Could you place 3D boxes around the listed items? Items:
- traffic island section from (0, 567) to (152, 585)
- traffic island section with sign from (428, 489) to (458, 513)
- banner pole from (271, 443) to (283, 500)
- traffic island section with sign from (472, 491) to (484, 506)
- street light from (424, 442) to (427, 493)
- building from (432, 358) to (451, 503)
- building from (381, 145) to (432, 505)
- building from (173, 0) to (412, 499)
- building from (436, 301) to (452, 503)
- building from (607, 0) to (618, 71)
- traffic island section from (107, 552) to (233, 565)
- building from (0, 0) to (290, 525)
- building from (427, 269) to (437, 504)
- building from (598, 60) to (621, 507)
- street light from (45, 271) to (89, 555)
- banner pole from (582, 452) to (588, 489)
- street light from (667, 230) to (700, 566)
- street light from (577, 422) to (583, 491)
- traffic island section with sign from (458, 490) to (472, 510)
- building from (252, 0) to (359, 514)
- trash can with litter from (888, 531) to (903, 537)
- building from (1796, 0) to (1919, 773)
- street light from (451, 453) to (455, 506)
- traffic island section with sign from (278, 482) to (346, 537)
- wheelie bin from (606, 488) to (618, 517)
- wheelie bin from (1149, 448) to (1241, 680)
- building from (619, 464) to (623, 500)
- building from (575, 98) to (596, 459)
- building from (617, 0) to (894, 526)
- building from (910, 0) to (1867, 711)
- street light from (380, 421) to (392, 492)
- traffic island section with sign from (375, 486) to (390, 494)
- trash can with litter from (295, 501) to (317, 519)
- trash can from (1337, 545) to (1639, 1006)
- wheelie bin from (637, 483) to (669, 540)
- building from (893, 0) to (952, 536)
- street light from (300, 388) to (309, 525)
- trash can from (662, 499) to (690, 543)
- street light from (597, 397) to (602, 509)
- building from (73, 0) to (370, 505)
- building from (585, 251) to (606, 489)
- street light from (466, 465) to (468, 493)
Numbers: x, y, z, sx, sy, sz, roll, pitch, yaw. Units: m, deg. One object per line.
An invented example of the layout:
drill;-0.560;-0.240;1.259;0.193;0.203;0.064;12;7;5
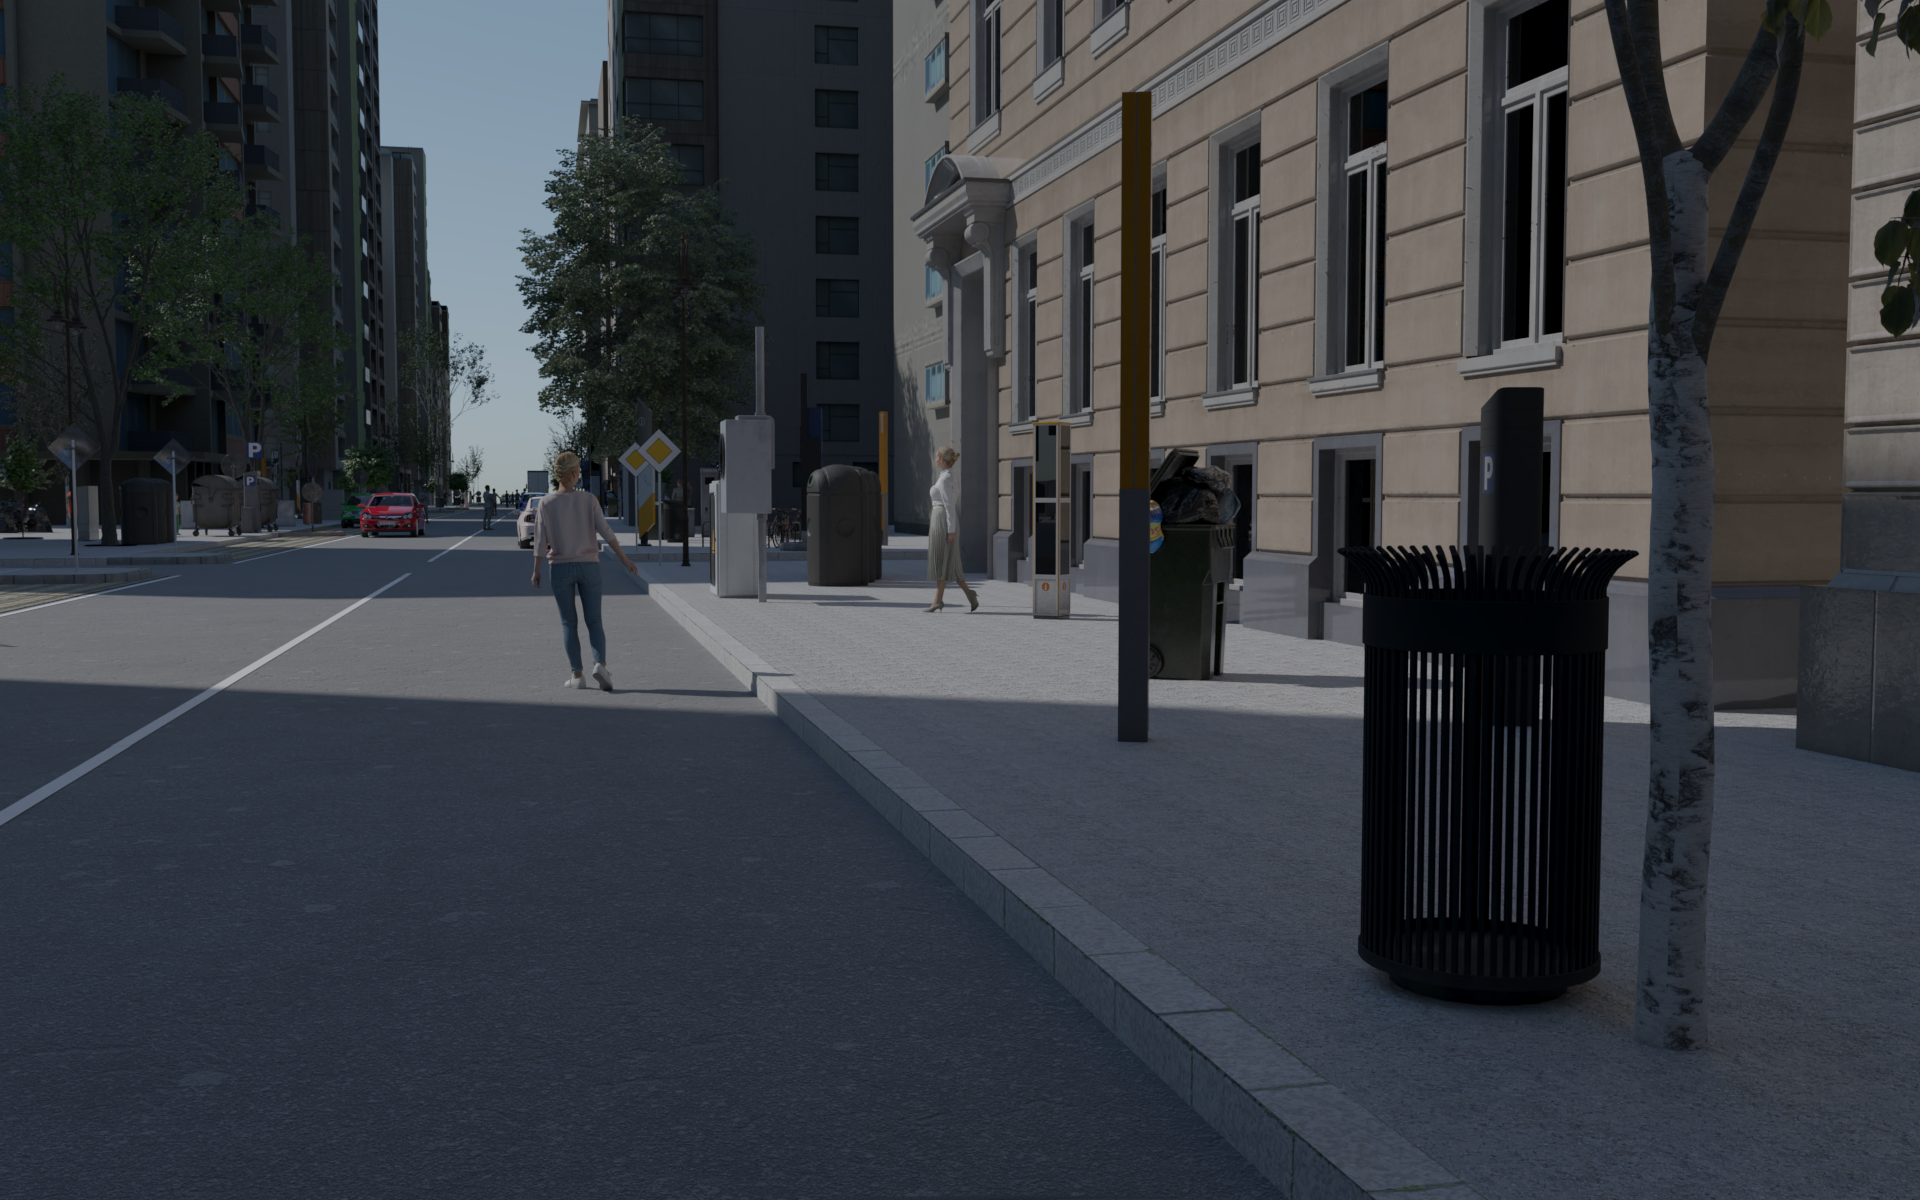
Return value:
traffic island section;-14.692;-0.395;28.745;2.009;0.180;2.903;-1;4;-14
traffic island section with sign;-39.746;-7.582;132.589;1.989;1.847;2.006;-1;4;-14
banner pole;-33.148;-5.761;84.209;0.401;3.779;0.863;2;4;25
traffic island section with sign;-59.251;-12.531;213.510;1.989;1.847;2.006;-1;4;-14
street light;-45.419;-10.684;147.467;0.468;5.910;1.993;-1;4;-14
building;-83.207;-23.609;231.039;27.650;21.520;28.899;-1;4;-14
building;-68.181;-31.408;197.108;14.154;41.232;14.086;-1;4;-14
building;-61.811;-44.041;158.319;20.563;71.187;20.611;-1;4;-14
building;-82.238;-29.473;253.587;14.160;30.474;14.107;-1;4;-14
building;-17.995;-34.849;159.011;28.713;52.752;27.495;-1;4;-14
traffic island section;-16.564;-0.870;36.508;2.009;0.180;2.903;-1;4;-14
building;-44.660;-26.085;81.115;22.147;44.769;28.867;-1;4;-14
building;-72.058;-26.888;211.318;14.160;30.474;14.107;-1;4;-14
building;-29.654;-32.280;177.887;14.600;45.320;14.200;-1;4;-14
street light;-18.568;-3.875;36.144;0.468;5.910;1.993;-1;4;-14
banner pole;-22.656;-7.010;104.636;0.401;3.779;0.863;-2;4;-34
street light;-4.872;-3.537;30.612;0.468;5.910;1.993;-1;4;-14
street light;-24.909;-8.634;113.959;0.468;5.910;1.993;-1;4;-14
traffic island section with sign;-46.096;-9.192;158.924;1.989;1.847;2.006;-1;4;-14
building;-47.257;-26.280;113.280;14.154;41.232;14.086;-1;4;-14
trash can with litter;-2.970;-2.532;52.449;2.233;1.210;1.678;2;4;34
building;10.919;-8.308;0.462;10.561;19.102;19.286;-1;4;-14
street light;-56.121;-13.395;191.792;0.468;5.910;1.993;-1;4;-14
traffic island section with sign;-21.916;-3.059;58.645;1.989;1.847;2.006;-1;4;-14
wheelie bin;-19.336;-5.413;96.412;0.693;1.594;0.980;-1;4;-13
wheelie bin;1.580;-0.262;12.195;0.693;1.594;0.980;1;4;22
building;-15.907;-42.551;133.965;20.563;71.187;20.611;-1;4;-14
building;-35.598;-39.191;230.004;28.713;52.752;27.495;-1;4;-14
building;-7.949;-18.626;76.229;14.160;30.474;14.107;-1;4;-14
building;8.050;-14.332;20.225;13.634;28.700;20.117;-1;4;-14
street light;-36.452;-8.428;110.591;0.468;5.910;1.993;-1;4;-14
traffic island section with sign;-28.245;-4.663;84.863;1.989;1.847;2.006;-1;4;-14
trash can with litter;-33.689;-4.760;89.218;1.055;1.170;0.624;-2;4;-28
trash can;1.361;0.436;4.528;0.748;1.137;0.748;0;3;0
wheelie bin;-8.555;-2.480;48.461;0.980;1.594;0.693;0;4;5
building;9.028;-26.363;54.745;21.600;48.544;21.300;-1;4;-14
street light;-27.222;-6.070;72.038;0.468;5.910;1.993;-1;4;-14
trash can;-7.515;-2.087;45.772;0.748;1.137;0.748;0;3;0
street light;-15.393;-6.197;74.102;0.468;5.910;1.993;-1;4;-14
building;-58.185;-31.417;133.280;23.786;49.044;30.456;-1;4;-14
building;-37.814;-26.687;208.038;14.160;30.474;14.107;-1;4;-14
street light;-64.801;-15.594;227.755;0.468;5.910;1.993;-1;4;-14
